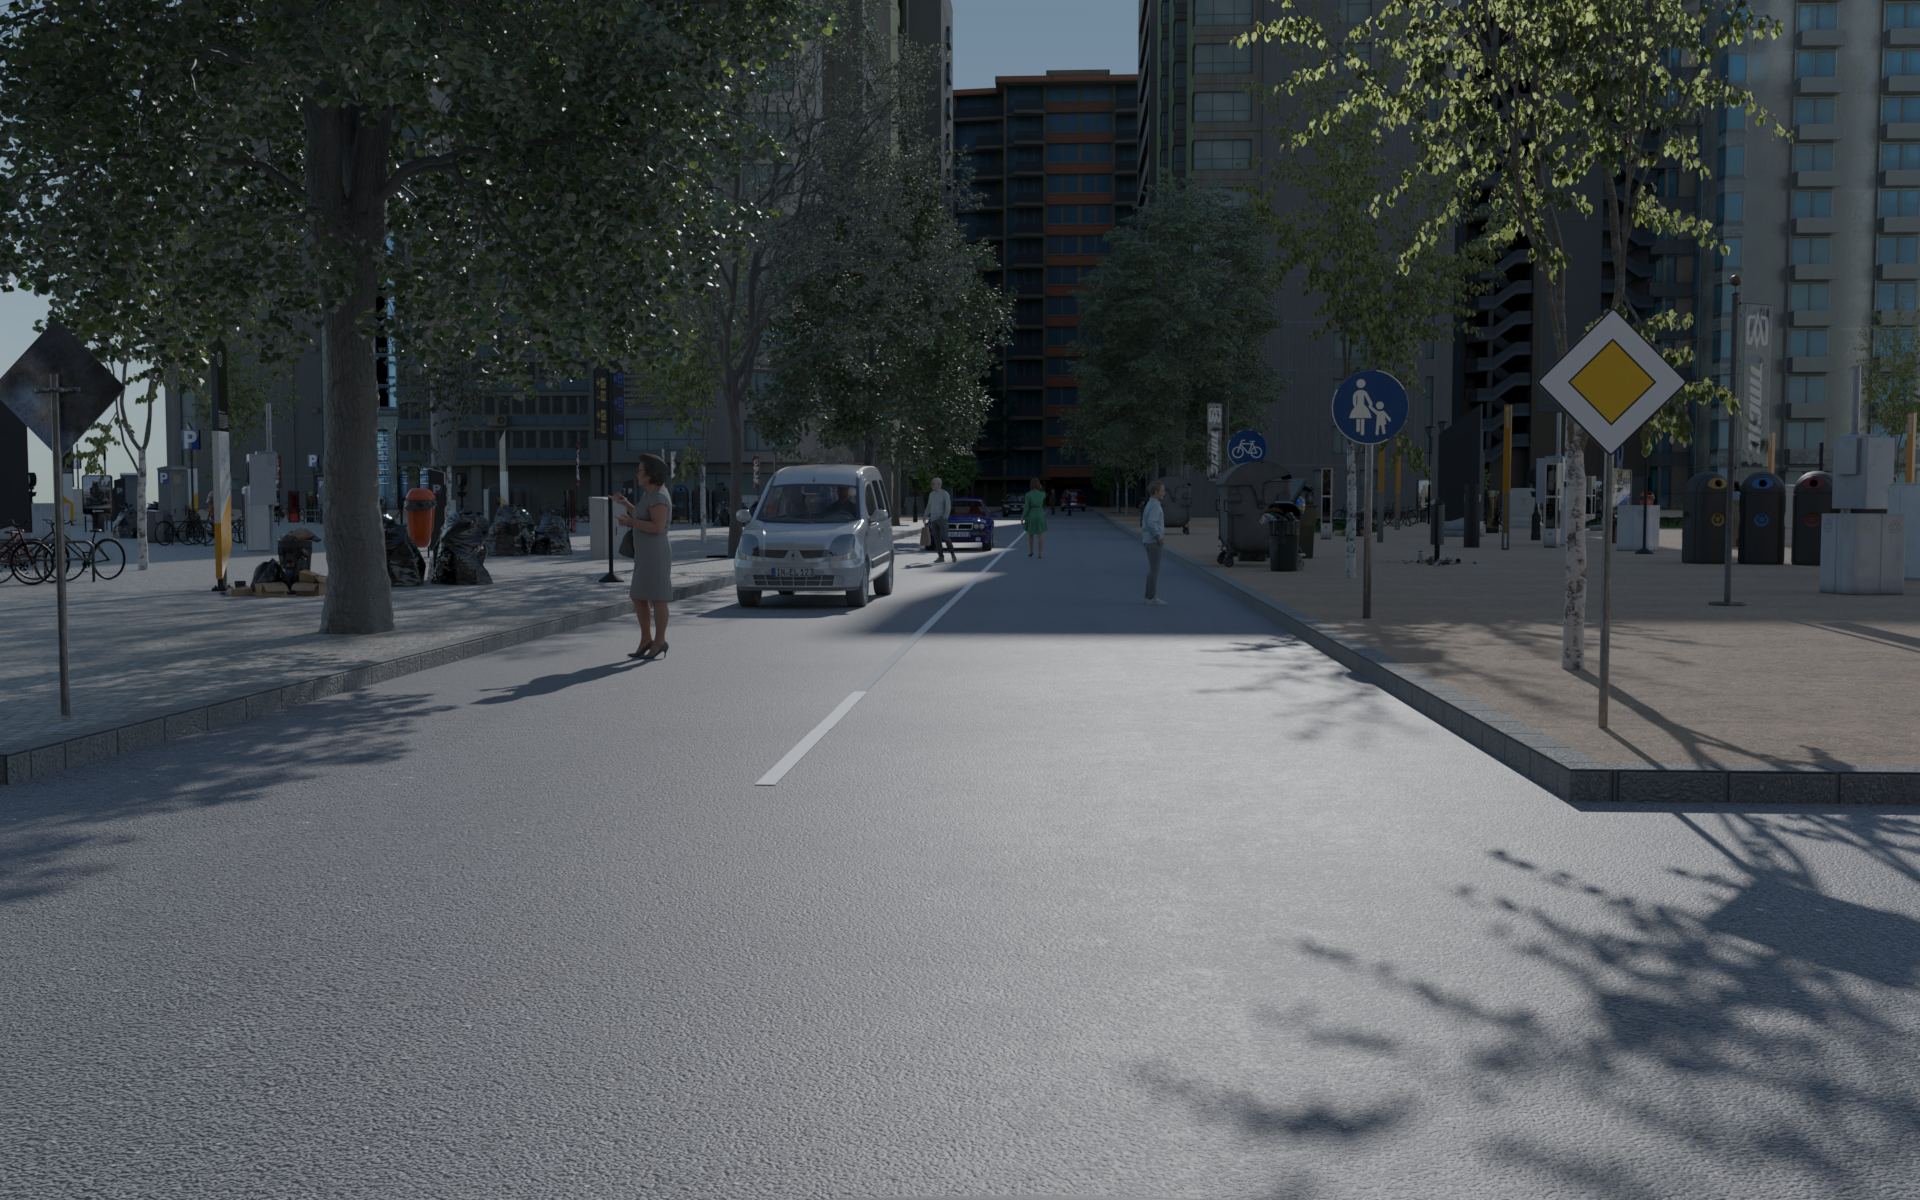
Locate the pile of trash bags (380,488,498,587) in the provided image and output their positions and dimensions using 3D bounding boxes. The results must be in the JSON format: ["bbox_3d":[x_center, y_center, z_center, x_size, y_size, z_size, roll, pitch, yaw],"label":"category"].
[{"bbox_3d":[-7.975,-0.968,25.582,1.912,1.369,3.447,-1,4,-19],"label":"pile of trash bags"}]

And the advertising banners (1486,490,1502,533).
[{"bbox_3d":[16.691,-3.682,56.396,2.074,3.025,0.090,-1,4,-11],"label":"advertising banners"}]

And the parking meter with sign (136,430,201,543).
[{"bbox_3d":[-20.988,-3.048,46.095,0.543,3.016,1.738,1,4,14],"label":"parking meter with sign"}]

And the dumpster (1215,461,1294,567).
[{"bbox_3d":[5.252,-1.537,30.889,1.264,1.857,1.865,0,4,3],"label":"dumpster"}]

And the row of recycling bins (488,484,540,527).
[{"bbox_3d":[-17.712,-3.785,69.003,1.069,1.692,3.534,1,4,11],"label":"row of recycling bins"}]

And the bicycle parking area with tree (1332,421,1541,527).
[{"bbox_3d":[19.275,-5.124,70.783,9.016,4.147,8.231,1,4,23],"label":"bicycle parking area with tree"}]

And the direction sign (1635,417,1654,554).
[{"bbox_3d":[14.654,-2.752,36.990,0.379,3.537,0.876,1,4,8],"label":"direction sign"}]

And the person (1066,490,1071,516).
[{"bbox_3d":[7.095,-6.336,113.019,0.530,1.710,0.541,2,4,31],"label":"person"}]

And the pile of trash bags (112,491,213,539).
[{"bbox_3d":[-23.135,-2.538,51.250,1.912,1.369,3.447,2,4,27],"label":"pile of trash bags"}]

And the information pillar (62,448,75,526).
[{"bbox_3d":[-36.265,-4.828,70.289,0.504,3.616,0.183,-2,4,-31],"label":"information pillar"}]

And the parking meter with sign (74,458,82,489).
[{"bbox_3d":[-41.643,-5.325,83.330,0.543,3.016,1.738,2,4,31],"label":"parking meter with sign"}]

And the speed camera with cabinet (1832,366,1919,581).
[{"bbox_3d":[14.241,-1.951,26.238,0.660,3.252,2.038,-1,4,-18],"label":"speed camera with cabinet"}]

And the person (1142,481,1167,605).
[{"bbox_3d":[2.516,-0.738,22.377,0.330,1.601,0.589,0,4,6],"label":"person"}]

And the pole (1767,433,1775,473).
[{"bbox_3d":[26.916,-3.895,57.518,0.158,3.312,0.155,0,3,0],"label":"pole"}]

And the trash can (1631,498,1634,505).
[{"bbox_3d":[27.270,-3.633,71.058,0.748,1.137,0.748,0,3,0],"label":"trash can"}]

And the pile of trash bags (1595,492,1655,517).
[{"bbox_3d":[28.549,-4.013,75.369,3.447,1.369,1.912,0,4,-8],"label":"pile of trash bags"}]

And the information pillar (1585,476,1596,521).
[{"bbox_3d":[25.996,-4.094,71.426,0.304,2.012,0.304,-3,5,-43],"label":"information pillar"}]

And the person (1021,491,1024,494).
[{"bbox_3d":[5.518,-8.914,155.030,0.721,1.735,1.217,1,4,23],"label":"person"}]

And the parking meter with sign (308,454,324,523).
[{"bbox_3d":[-28.096,-4.933,76.907,0.543,3.016,1.738,1,4,21],"label":"parking meter with sign"}]

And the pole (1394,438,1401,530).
[{"bbox_3d":[15.656,-4.164,61.926,0.158,3.312,0.155,0,3,0],"label":"pole"}]

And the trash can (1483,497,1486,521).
[{"bbox_3d":[25.019,-4.304,82.027,0.748,1.137,0.748,0,3,0],"label":"trash can"}]

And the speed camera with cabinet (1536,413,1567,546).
[{"bbox_3d":[14.725,-2.967,42.852,0.660,3.252,2.038,2,4,29],"label":"speed camera with cabinet"}]

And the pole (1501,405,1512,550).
[{"bbox_3d":[12.514,-2.800,39.630,0.158,3.312,0.155,0,3,0],"label":"pole"}]

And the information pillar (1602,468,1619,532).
[{"bbox_3d":[18.523,-2.741,49.307,0.304,2.012,0.304,-1,4,-12],"label":"information pillar"}]

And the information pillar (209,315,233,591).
[{"bbox_3d":[-9.803,-1.933,22.966,0.183,3.616,0.504,0,4,-8],"label":"information pillar"}]

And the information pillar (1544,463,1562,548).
[{"bbox_3d":[14.130,-2.250,41.273,0.304,2.012,0.304,3,4,39],"label":"information pillar"}]

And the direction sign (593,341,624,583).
[{"bbox_3d":[-5.087,-2.028,25.159,0.379,3.537,0.876,1,4,16],"label":"direction sign"}]

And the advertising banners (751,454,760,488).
[{"bbox_3d":[-8.479,-4.935,76.876,0.090,3.025,2.074,3,5,43],"label":"advertising banners"}]

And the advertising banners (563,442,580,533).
[{"bbox_3d":[-12.876,-3.753,57.548,0.090,3.025,2.074,0,4,2],"label":"advertising banners"}]

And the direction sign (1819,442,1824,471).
[{"bbox_3d":[37.897,-5.156,76.290,0.379,3.537,0.876,1,4,18],"label":"direction sign"}]

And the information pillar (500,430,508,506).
[{"bbox_3d":[-16.683,-4.406,63.396,0.183,3.616,0.504,-3,5,-41],"label":"information pillar"}]

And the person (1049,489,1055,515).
[{"bbox_3d":[6.392,-6.773,119.797,0.434,1.755,0.990,0,4,-5],"label":"person"}]

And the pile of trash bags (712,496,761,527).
[{"bbox_3d":[-8.261,-3.579,68.263,1.912,1.369,3.447,-3,5,-39],"label":"pile of trash bags"}]

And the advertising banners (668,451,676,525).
[{"bbox_3d":[-12.139,-4.601,71.418,0.090,3.025,2.074,-2,4,-35],"label":"advertising banners"}]

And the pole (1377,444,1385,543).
[{"bbox_3d":[11.138,-3.179,45.823,0.158,3.312,0.155,0,3,0],"label":"pole"}]

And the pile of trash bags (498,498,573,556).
[{"bbox_3d":[-9.929,-1.611,36.095,1.912,1.369,3.447,3,5,43],"label":"pile of trash bags"}]

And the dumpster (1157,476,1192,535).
[{"bbox_3d":[6.722,-3.011,54.989,1.264,1.857,1.865,0,4,4],"label":"dumpster"}]

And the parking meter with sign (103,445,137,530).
[{"bbox_3d":[-29.587,-4.011,61.838,1.738,3.016,0.543,-2,4,-25],"label":"parking meter with sign"}]

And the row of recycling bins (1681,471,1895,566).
[{"bbox_3d":[15.026,-1.490,31.467,3.534,1.692,1.069,2,4,26],"label":"row of recycling bins"}]

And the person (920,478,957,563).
[{"bbox_3d":[-0.480,-1.674,36.350,0.782,1.767,0.515,3,4,38],"label":"person"}]

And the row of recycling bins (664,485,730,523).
[{"bbox_3d":[-12.008,-4.272,76.955,3.534,1.692,1.069,-1,4,-13],"label":"row of recycling bins"}]

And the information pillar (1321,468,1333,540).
[{"bbox_3d":[10.368,-2.719,48.951,0.304,2.012,0.304,1,4,17],"label":"information pillar"}]

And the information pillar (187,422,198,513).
[{"bbox_3d":[-24.990,-3.978,56.392,0.504,3.616,0.183,3,5,41],"label":"information pillar"}]

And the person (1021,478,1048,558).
[{"bbox_3d":[1.681,-1.835,38.743,0.600,1.795,0.529,-1,4,-17],"label":"person"}]

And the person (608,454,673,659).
[{"bbox_3d":[-2.798,-0.383,15.116,0.532,1.782,0.716,-1,4,-22],"label":"person"}]

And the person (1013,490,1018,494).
[{"bbox_3d":[4.558,-8.274,143.800,1.348,1.821,0.705,-1,4,-21],"label":"person"}]

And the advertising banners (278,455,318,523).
[{"bbox_3d":[-29.998,-5.004,78.009,2.074,3.025,0.090,-1,4,-13],"label":"advertising banners"}]

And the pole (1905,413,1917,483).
[{"bbox_3d":[23.883,-3.040,43.541,0.158,3.312,0.155,0,3,0],"label":"pole"}]

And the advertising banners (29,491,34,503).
[{"bbox_3d":[-38.853,-4.545,70.499,0.090,3.025,2.074,3,5,43],"label":"advertising banners"}]
